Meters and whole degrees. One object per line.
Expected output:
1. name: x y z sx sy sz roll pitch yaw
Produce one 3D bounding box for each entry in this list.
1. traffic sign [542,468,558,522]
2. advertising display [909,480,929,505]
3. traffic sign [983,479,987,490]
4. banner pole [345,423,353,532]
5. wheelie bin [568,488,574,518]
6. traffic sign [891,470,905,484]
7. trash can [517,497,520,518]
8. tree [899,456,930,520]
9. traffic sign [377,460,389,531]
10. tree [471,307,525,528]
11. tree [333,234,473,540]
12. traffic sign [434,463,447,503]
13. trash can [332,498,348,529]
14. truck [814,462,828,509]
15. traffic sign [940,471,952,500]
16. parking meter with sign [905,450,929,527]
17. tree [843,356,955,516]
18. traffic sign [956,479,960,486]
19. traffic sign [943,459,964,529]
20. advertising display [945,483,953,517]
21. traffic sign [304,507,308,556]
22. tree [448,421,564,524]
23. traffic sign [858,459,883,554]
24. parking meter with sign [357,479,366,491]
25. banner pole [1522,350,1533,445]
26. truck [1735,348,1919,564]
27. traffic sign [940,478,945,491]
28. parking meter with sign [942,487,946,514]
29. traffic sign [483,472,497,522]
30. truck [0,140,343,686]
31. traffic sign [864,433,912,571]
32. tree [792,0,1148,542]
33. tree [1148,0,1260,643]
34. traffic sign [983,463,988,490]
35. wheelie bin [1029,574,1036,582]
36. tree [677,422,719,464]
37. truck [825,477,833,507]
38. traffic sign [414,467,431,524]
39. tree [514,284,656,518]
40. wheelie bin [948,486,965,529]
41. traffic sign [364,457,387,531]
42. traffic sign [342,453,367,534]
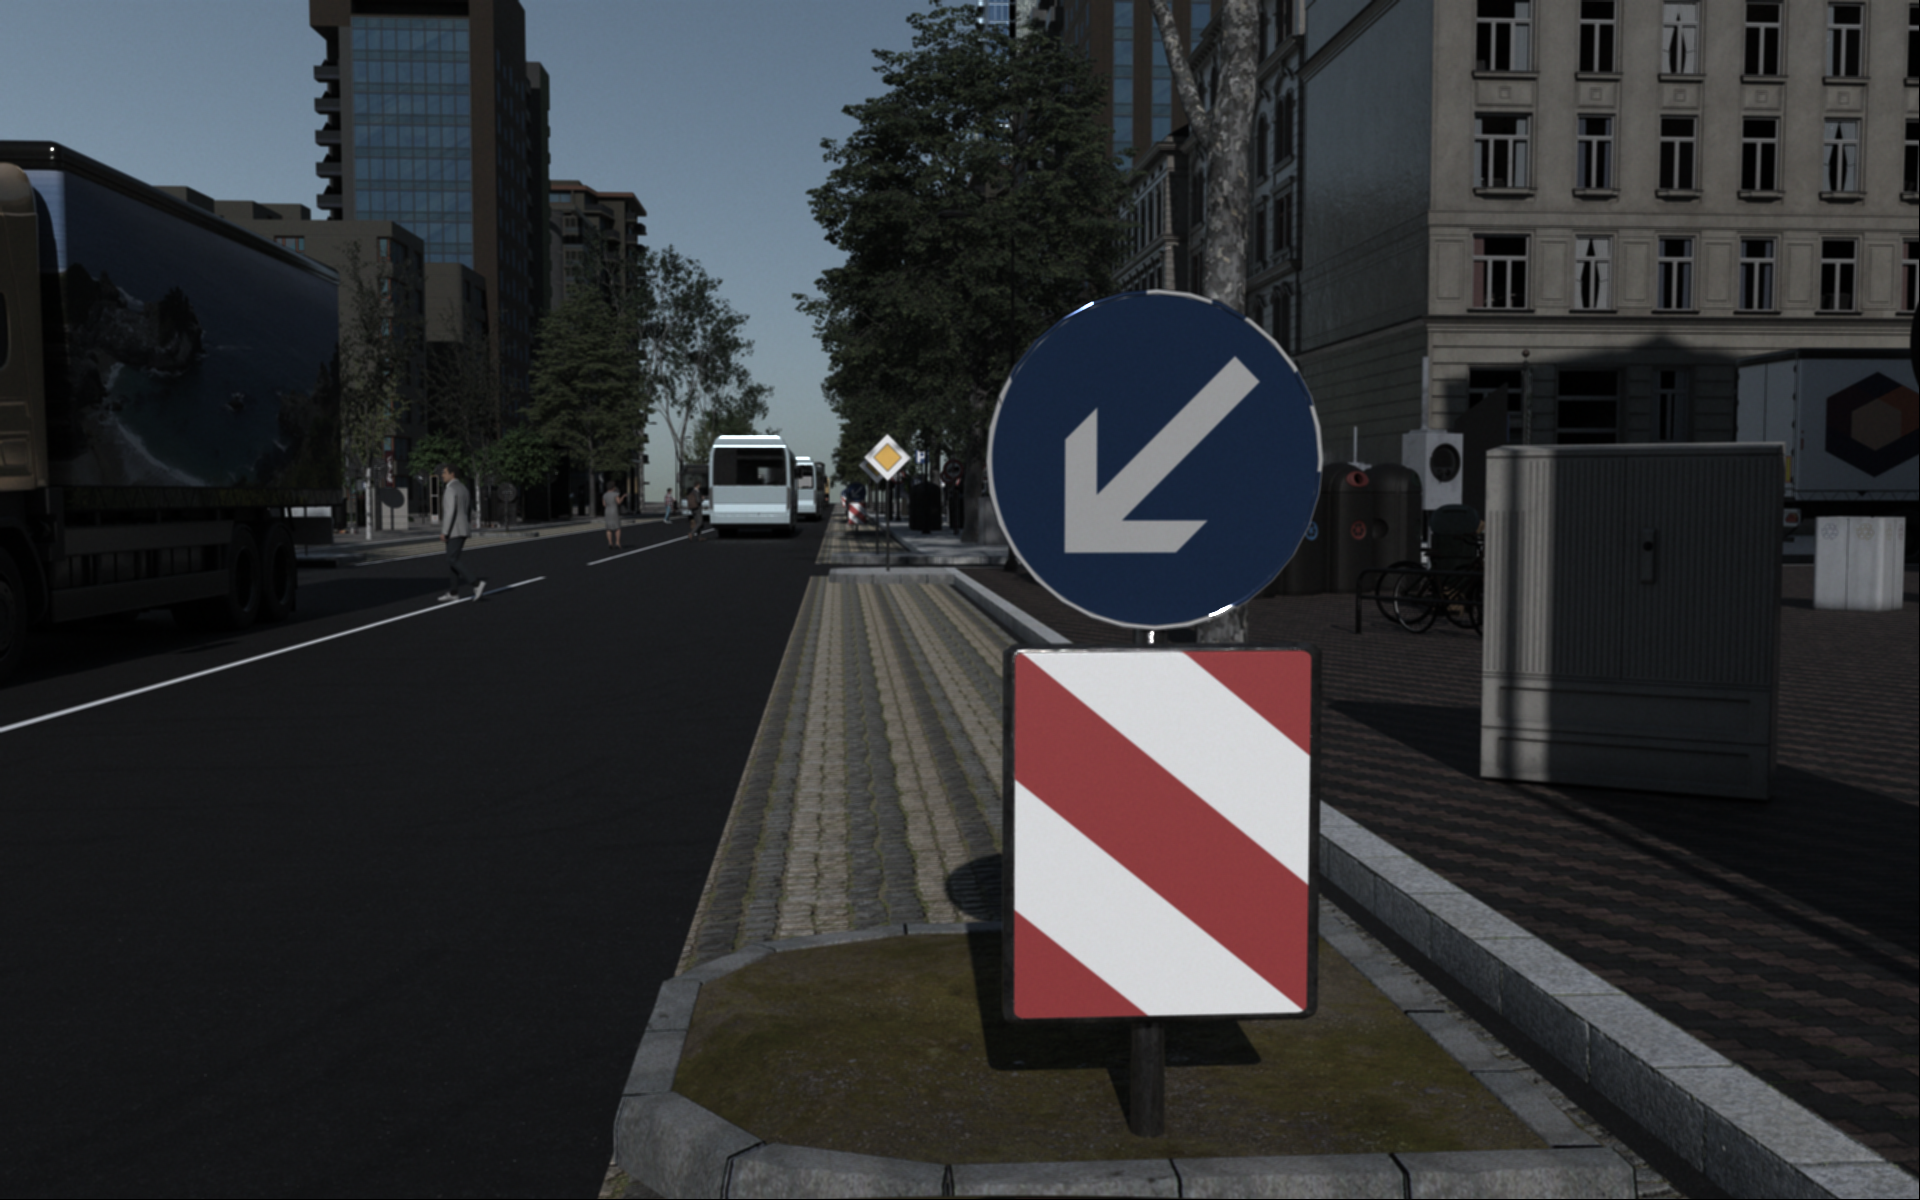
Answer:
1. traffic sign: -18.593 -4.789 78.413 0.768 2.556 0.104 0 4 0
2. advertising display: -1.923 -4.652 81.274 0.974 1.923 0.123 -2 4 -28
3. traffic sign: 1.259 -4.938 80.846 0.768 2.556 0.104 0 3 0
4. banner pole: -20.945 -4.240 59.343 0.401 3.779 0.863 -2 4 -34
5. wheelie bin: -21.200 -5.220 93.253 0.980 1.594 0.693 -3 5 -40
6. traffic sign: -3.178 -5.450 89.206 0.768 2.556 0.104 0 4 3
7. trash can: -23.478 -4.984 93.138 0.748 1.137 0.748 0 3 0
8. tree: -2.360 -5.667 87.255 1.663 3.219 1.824 0 3 0
9. traffic sign: -20.452 -3.715 60.843 0.768 2.556 0.104 0 4 -1
10. tree: -18.078 -6.973 64.365 4.360 8.622 3.978 0 3 0
11. tree: -16.883 -6.011 48.644 4.360 8.622 3.978 0 3 0
12. traffic sign: -20.948 -4.289 70.223 0.768 2.556 0.104 0 4 -1
13. trash can: -22.679 -3.149 63.143 0.748 1.137 0.748 0 3 0
14. truck: -13.637 -10.331 157.823 2.839 4.237 11.283 0 4 -2
15. traffic sign: -0.606 -5.308 86.896 0.768 2.556 0.104 0 4 -3
16. parking meter with sign: -1.624 -4.335 67.139 0.543 3.016 1.738 1 4 9
17. tree: -3.432 -10.765 101.756 9.928 11.665 9.643 0 3 0
18. traffic sign: -0.399 -6.836 111.866 0.768 2.556 0.104 0 4 -3
19. traffic sign: -0.233 -3.866 63.314 0.768 2.556 0.104 0 4 3
20. advertising display: -0.596 -5.546 95.889 0.123 1.923 0.974 1 4 23
21. traffic sign: -13.576 -1.974 35.919 0.795 2.450 0.064 0 4 -4
22. tree: -19.026 -5.624 75.662 4.285 4.588 4.351 0 3 0
23. traffic sign: -1.759 -2.023 36.723 0.795 2.450 0.064 0 4 -4
24. parking meter with sign: -29.227 -5.411 84.734 0.543 3.016 1.738 -3 5 -42
25. banner pole: 9.773 -2.439 29.889 0.401 3.779 0.863 0 4 8
26. truck: 21.549 -2.798 34.660 11.283 4.237 2.839 0 4 -3
27. traffic sign: -1.069 -5.862 97.967 0.606 2.300 0.079 0 4 -1
28. parking meter with sign: -0.725 -6.892 108.948 1.738 3.016 0.543 -2 4 -26
29. traffic sign: -21.566 -4.731 79.482 0.606 2.300 0.079 0 4 -1
30. truck: -8.512 -1.656 15.995 2.839 4.237 11.283 0 4 -4
31. traffic sign: -1.202 -1.536 28.757 0.795 2.450 0.064 0 4 -4
32. tree: 0.461 -8.513 45.837 9.857 13.997 8.962 0 3 0
33. tree: 3.289 -9.675 14.082 12.611 20.169 13.585 0 3 0
34. traffic sign: 1.029 -3.869 63.268 0.884 2.594 0.081 0 4 -2
35. wheelie bin: 1.392 -1.059 25.216 0.693 1.594 0.980 -1 4 -20
36. tree: -25.677 -13.530 171.575 4.737 8.622 4.395 0 3 0
37. truck: -16.359 -12.456 199.579 3.469 3.379 9.791 0 4 -4
38. traffic sign: -23.146 -4.494 74.660 0.795 2.450 0.064 0 4 3
39. tree: -20.363 -10.772 94.256 7.486 12.596 7.792 0 3 0
40. wheelie bin: -0.078 -3.462 64.508 0.693 1.594 0.980 -1 4 -21
41. traffic sign: -20.048 -3.628 59.426 0.768 2.556 0.104 0 4 -2
42. traffic sign: -19.181 -3.364 55.010 0.884 2.594 0.081 0 4 -1
